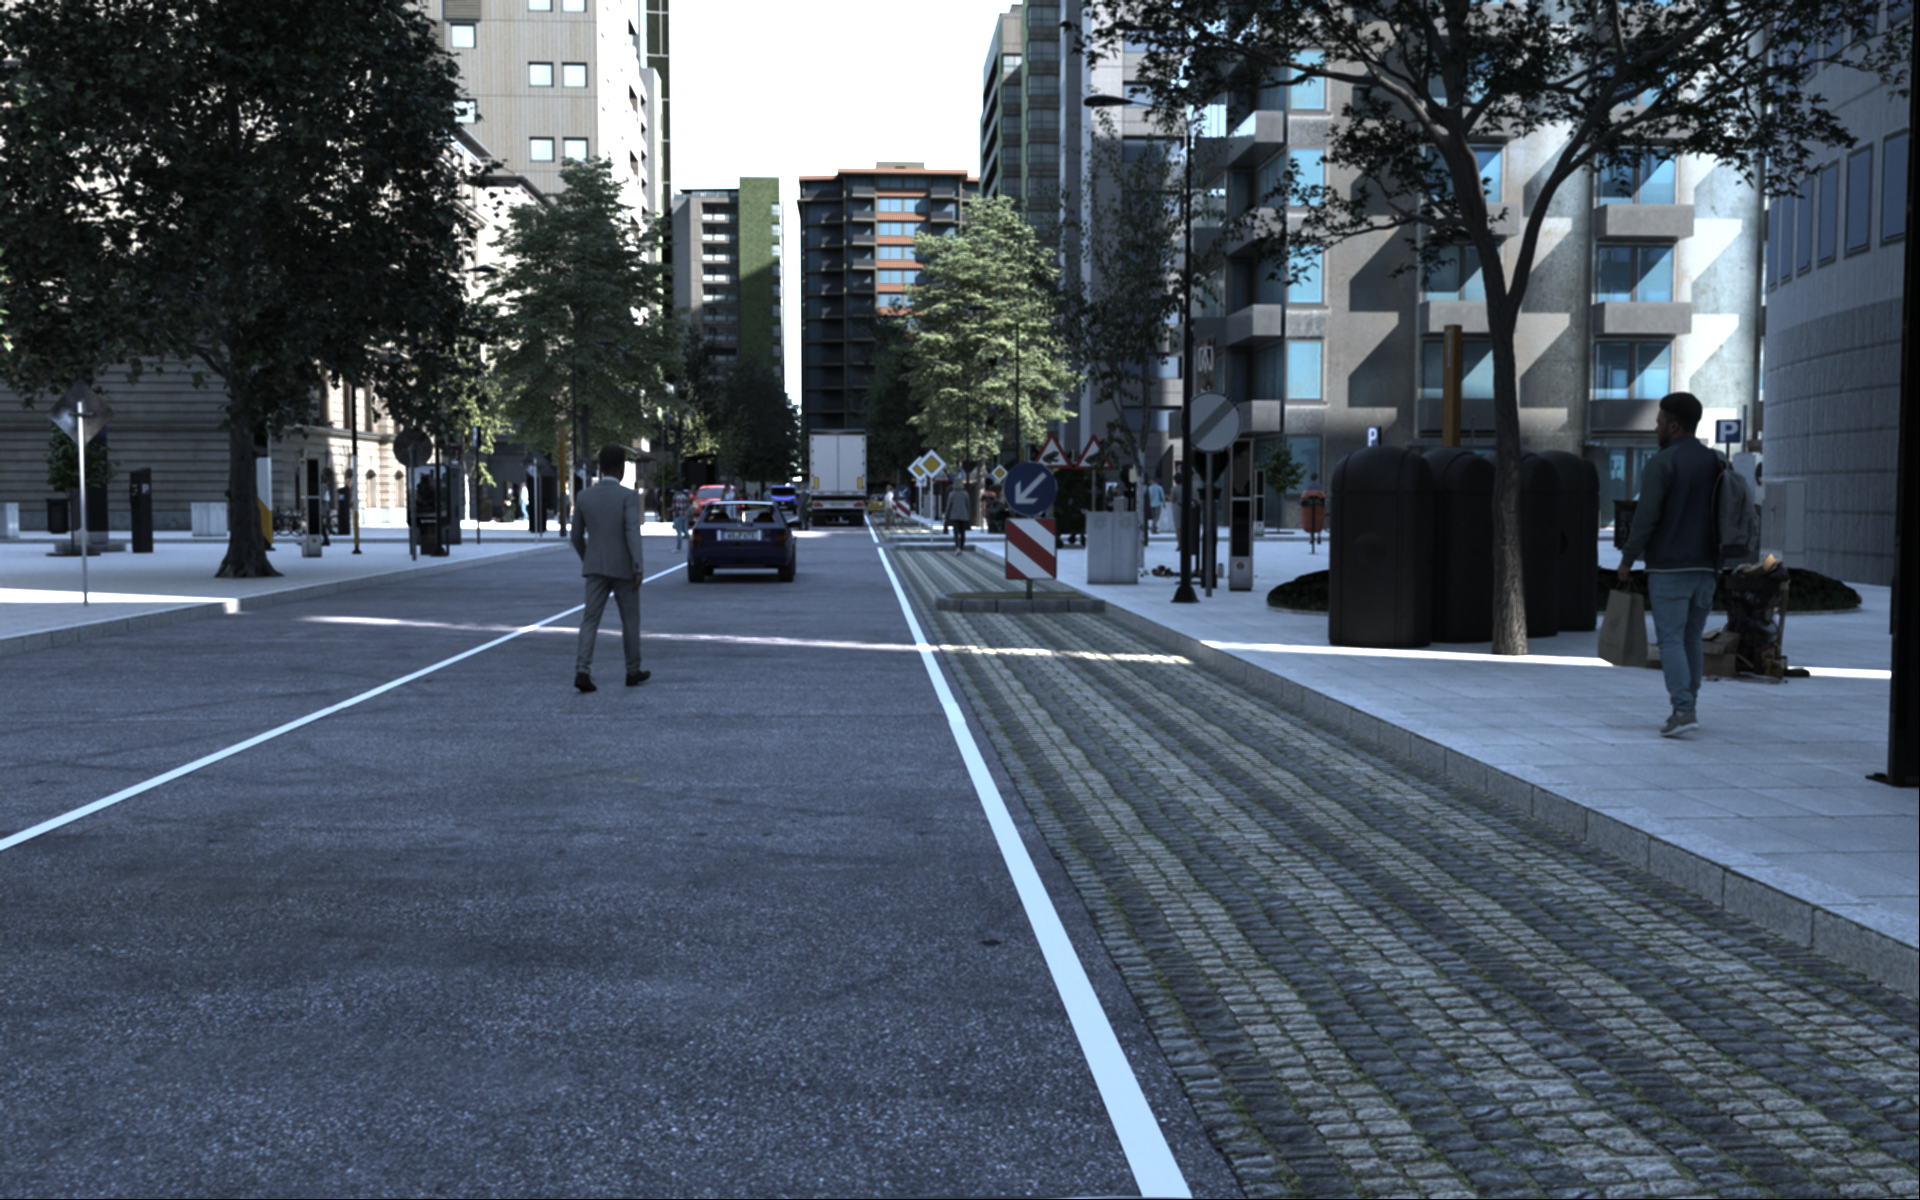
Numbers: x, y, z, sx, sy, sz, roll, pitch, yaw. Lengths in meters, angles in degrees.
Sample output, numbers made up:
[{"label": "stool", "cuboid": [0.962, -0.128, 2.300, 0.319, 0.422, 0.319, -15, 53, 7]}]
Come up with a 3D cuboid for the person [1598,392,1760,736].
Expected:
[{"label": "person", "cuboid": [3.805, -0.198, 9.257, 0.794, 1.824, 0.713, 0, 4, 3]}]

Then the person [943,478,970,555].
[{"label": "person", "cuboid": [-0.103, -1.933, 40.287, 0.709, 1.800, 0.728, 0, 4, -7]}]

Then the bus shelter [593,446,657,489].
[{"label": "bus shelter", "cuboid": [-14.267, -4.895, 73.957, 2.014, 3.302, 5.546, 0, 4, -3]}]

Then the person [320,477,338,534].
[{"label": "person", "cuboid": [-20.469, -3.034, 55.752, 0.850, 1.850, 0.679, -1, 4, -23]}]

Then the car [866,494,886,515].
[{"label": "car", "cuboid": [-5.487, -6.708, 119.899, 2.015, 1.641, 3.980, 0, 4, -3]}]

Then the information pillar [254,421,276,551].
[{"label": "information pillar", "cuboid": [-15.771, -2.926, 39.197, 0.504, 3.616, 0.183, 2, 4, 30]}]

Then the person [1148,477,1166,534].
[{"label": "person", "cuboid": [6.199, -3.029, 55.422, 0.638, 1.841, 0.748, 3, 5, 41]}]

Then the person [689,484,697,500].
[{"label": "person", "cuboid": [-14.281, -5.317, 93.162, 0.728, 1.800, 0.709, 3, 5, 44]}]

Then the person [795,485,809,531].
[{"label": "person", "cuboid": [-6.260, -3.635, 68.115, 0.590, 1.801, 0.661, 0, 4, 6]}]

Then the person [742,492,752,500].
[{"label": "person", "cuboid": [-18.596, -8.784, 150.390, 1.217, 1.736, 0.721, -2, 4, -27]}]

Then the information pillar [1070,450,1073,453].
[{"label": "information pillar", "cuboid": [5.759, -6.107, 91.197, 0.504, 3.616, 0.183, 3, 5, 41]}]

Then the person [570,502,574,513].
[{"label": "person", "cuboid": [-14.200, -3.254, 64.264, 0.505, 1.210, 0.382, -1, 4, -17]}]

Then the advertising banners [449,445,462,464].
[{"label": "advertising banners", "cuboid": [-18.846, -4.050, 62.403, 2.074, 3.025, 0.090, 1, 4, 15]}]

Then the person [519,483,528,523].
[{"label": "person", "cuboid": [-19.423, -4.339, 77.255, 0.793, 1.790, 0.793, 3, 4, 38]}]

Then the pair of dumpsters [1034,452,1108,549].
[{"label": "pair of dumpsters", "cuboid": [2.612, -2.446, 42.480, 1.574, 2.255, 4.437, 0, 4, -3]}]

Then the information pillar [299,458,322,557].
[{"label": "information pillar", "cuboid": [-13.201, -1.879, 35.217, 0.304, 2.012, 0.304, -3, 5, -43]}]

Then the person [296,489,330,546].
[{"label": "person", "cuboid": [-15.972, -2.216, 42.680, 0.834, 1.777, 0.661, -2, 4, -32]}]

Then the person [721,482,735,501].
[{"label": "person", "cuboid": [-7.435, -2.853, 55.236, 0.616, 1.811, 0.778, -2, 4, -27]}]

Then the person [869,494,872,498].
[{"label": "person", "cuboid": [-10.281, -11.623, 201.761, 0.697, 1.427, 0.421, 0, 4, -7]}]

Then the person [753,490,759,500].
[{"label": "person", "cuboid": [-22.804, -11.422, 193.611, 0.721, 1.723, 1.217, 2, 4, 27]}]

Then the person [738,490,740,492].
[{"label": "person", "cuboid": [-25.818, -11.908, 201.532, 1.217, 1.735, 0.721, 3, 4, 38]}]

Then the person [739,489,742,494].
[{"label": "person", "cuboid": [-21.799, -10.199, 172.817, 1.348, 1.821, 0.705, 0, 4, 4]}]

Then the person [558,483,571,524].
[{"label": "person", "cuboid": [-17.042, -4.170, 74.404, 0.709, 1.800, 0.728, 3, 4, 36]}]

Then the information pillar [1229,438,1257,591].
[{"label": "information pillar", "cuboid": [3.729, -1.128, 22.931, 0.304, 2.012, 0.304, 1, 4, 13]}]

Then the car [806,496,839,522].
[{"label": "car", "cuboid": [-7.233, -4.821, 90.614, 2.131, 1.459, 4.920, 0, 4, -5]}]

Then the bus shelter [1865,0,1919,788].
[{"label": "bus shelter", "cuboid": [4.770, -0.812, 4.566, 1.731, 3.624, 6.357, 0, 4, -3]}]

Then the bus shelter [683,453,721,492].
[{"label": "bus shelter", "cuboid": [-15.309, -6.836, 103.049, 1.731, 3.624, 6.357, 0, 4, -3]}]

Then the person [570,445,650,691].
[{"label": "person", "cuboid": [-2.587, -0.243, 12.749, 0.678, 1.792, 0.850, 1, 4, 16]}]

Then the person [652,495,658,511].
[{"label": "person", "cuboid": [-23.313, -7.798, 134.255, 1.217, 1.736, 0.721, -2, 4, -35]}]

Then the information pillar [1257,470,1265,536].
[{"label": "information pillar", "cuboid": [9.037, -2.936, 52.497, 0.304, 2.012, 0.304, -1, 4, -12]}]

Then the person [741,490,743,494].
[{"label": "person", "cuboid": [-21.240, -9.882, 168.421, 0.742, 1.727, 0.445, -2, 4, -25]}]

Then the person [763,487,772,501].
[{"label": "person", "cuboid": [-11.487, -5.783, 102.920, 0.638, 1.841, 0.748, 3, 5, 43]}]

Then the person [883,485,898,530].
[{"label": "person", "cuboid": [-2.744, -3.669, 68.718, 0.641, 1.798, 0.478, 2, 4, 23]}]

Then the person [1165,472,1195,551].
[{"label": "person", "cuboid": [4.979, -1.998, 39.069, 0.716, 1.782, 0.532, -2, 4, -27]}]

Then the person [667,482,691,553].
[{"label": "person", "cuboid": [-6.824, -2.023, 42.415, 0.643, 1.720, 0.563, 2, 4, 24]}]

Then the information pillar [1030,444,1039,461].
[{"label": "information pillar", "cuboid": [3.391, -5.358, 78.965, 0.504, 3.616, 0.183, -2, 4, -35]}]

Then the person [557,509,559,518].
[{"label": "person", "cuboid": [-18.568, -4.280, 81.033, 0.382, 1.210, 0.505, 1, 4, 16]}]

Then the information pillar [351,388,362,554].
[{"label": "information pillar", "cuboid": [-13.004, -2.806, 37.228, 0.183, 3.616, 0.504, -1, 4, -21]}]

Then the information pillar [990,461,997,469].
[{"label": "information pillar", "cuboid": [2.348, -7.932, 121.044, 0.504, 3.616, 0.183, 0, 4, -4]}]

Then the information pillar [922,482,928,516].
[{"label": "information pillar", "cuboid": [-2.122, -6.015, 102.831, 0.304, 2.012, 0.304, 1, 4, 23]}]

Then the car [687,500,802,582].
[{"label": "car", "cuboid": [-3.676, -1.037, 29.538, 1.945, 1.354, 3.894, 0, 4, -5]}]

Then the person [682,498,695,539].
[{"label": "person", "cuboid": [-8.611, -2.608, 55.414, 0.640, 1.303, 0.475, -2, 4, -30]}]

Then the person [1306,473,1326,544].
[{"label": "person", "cuboid": [9.097, -2.348, 44.456, 0.581, 1.822, 0.654, 0, 4, 7]}]

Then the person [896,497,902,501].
[{"label": "person", "cuboid": [-5.181, -9.211, 157.376, 1.217, 1.736, 0.721, 0, 4, -6]}]

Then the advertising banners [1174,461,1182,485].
[{"label": "advertising banners", "cuboid": [12.024, -5.747, 90.152, 2.074, 3.025, 0.090, 3, 5, 40]}]

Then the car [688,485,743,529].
[{"label": "car", "cuboid": [-10.177, -3.911, 72.615, 2.281, 1.827, 5.304, 0, 4, -3]}]

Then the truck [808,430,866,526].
[{"label": "truck", "cuboid": [-5.740, -5.627, 80.921, 2.839, 4.237, 11.283, 0, 4, -4]}]
